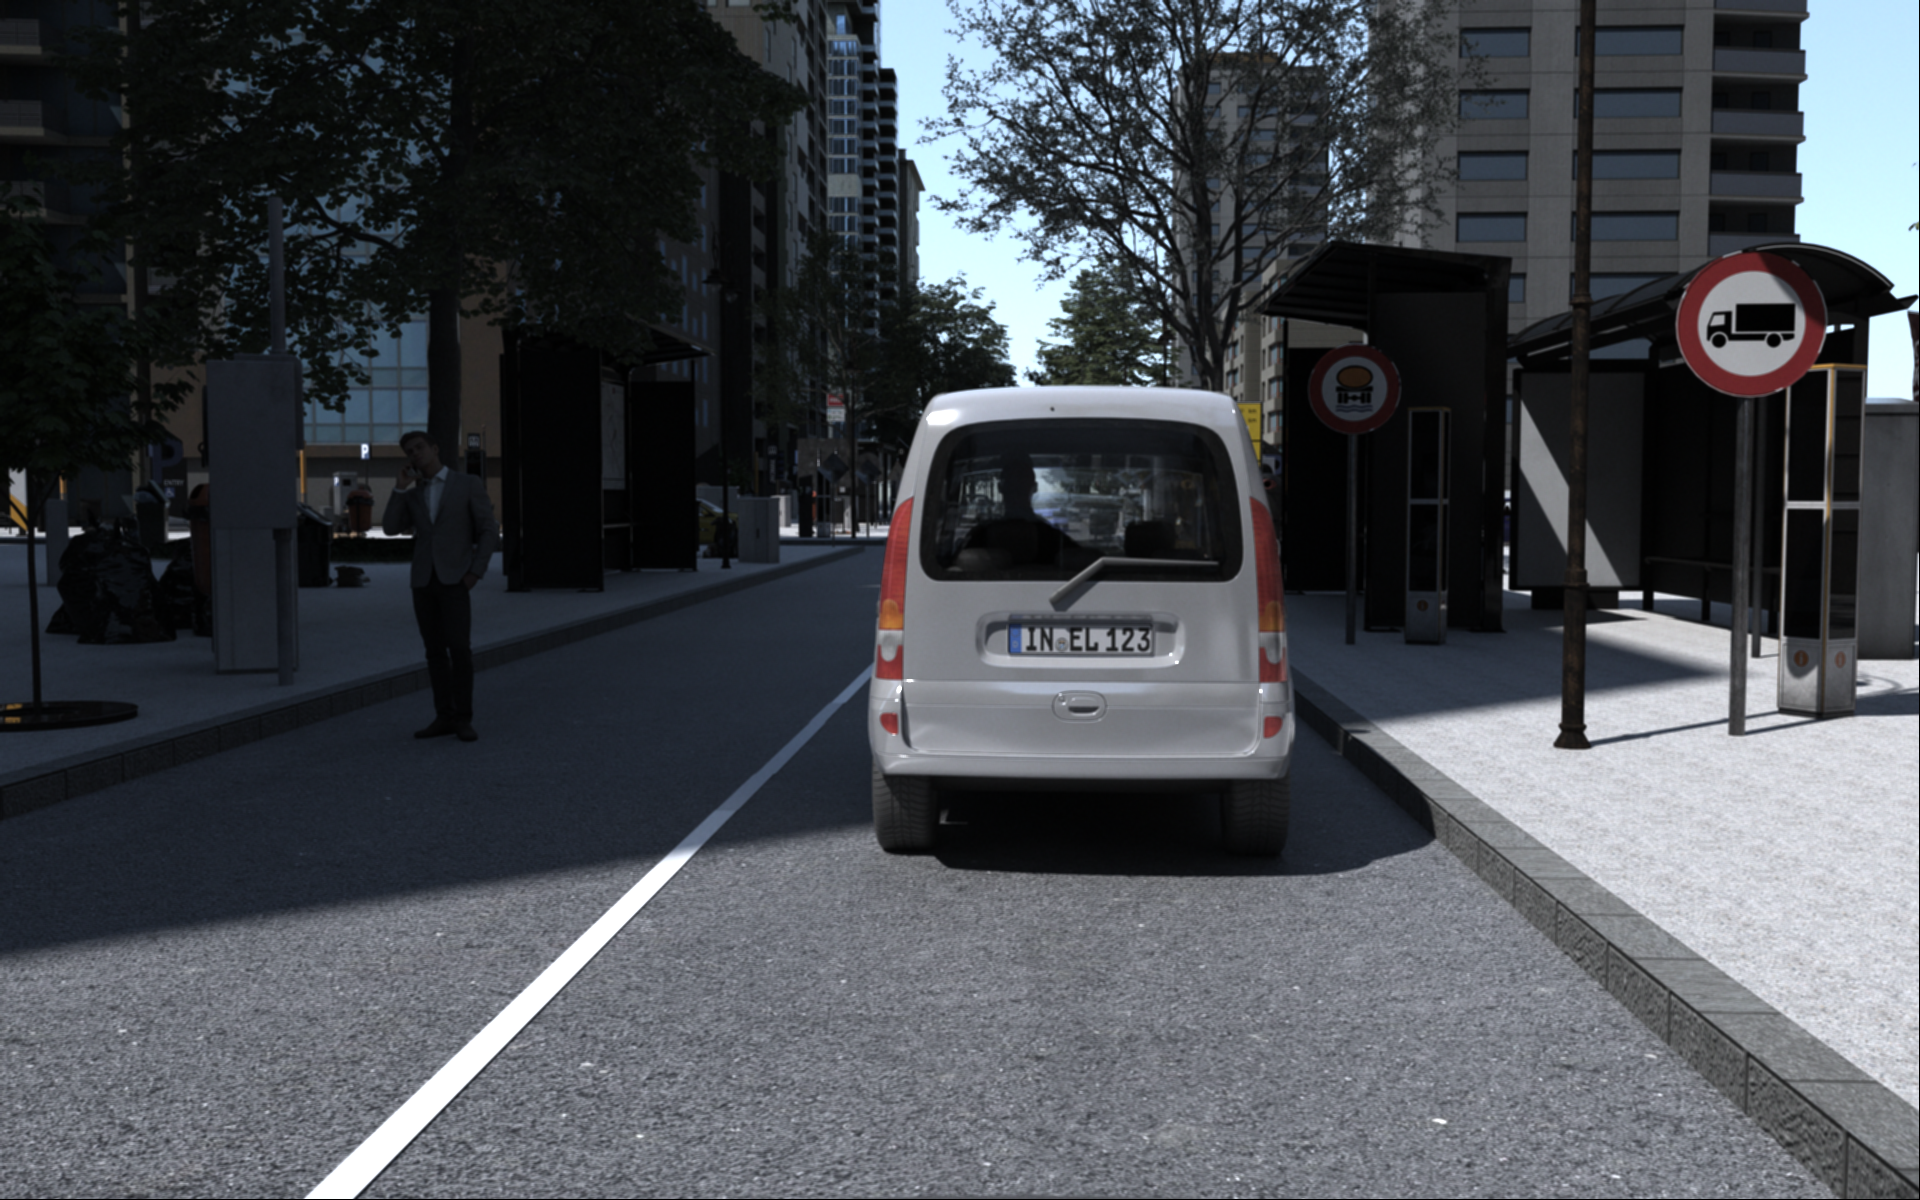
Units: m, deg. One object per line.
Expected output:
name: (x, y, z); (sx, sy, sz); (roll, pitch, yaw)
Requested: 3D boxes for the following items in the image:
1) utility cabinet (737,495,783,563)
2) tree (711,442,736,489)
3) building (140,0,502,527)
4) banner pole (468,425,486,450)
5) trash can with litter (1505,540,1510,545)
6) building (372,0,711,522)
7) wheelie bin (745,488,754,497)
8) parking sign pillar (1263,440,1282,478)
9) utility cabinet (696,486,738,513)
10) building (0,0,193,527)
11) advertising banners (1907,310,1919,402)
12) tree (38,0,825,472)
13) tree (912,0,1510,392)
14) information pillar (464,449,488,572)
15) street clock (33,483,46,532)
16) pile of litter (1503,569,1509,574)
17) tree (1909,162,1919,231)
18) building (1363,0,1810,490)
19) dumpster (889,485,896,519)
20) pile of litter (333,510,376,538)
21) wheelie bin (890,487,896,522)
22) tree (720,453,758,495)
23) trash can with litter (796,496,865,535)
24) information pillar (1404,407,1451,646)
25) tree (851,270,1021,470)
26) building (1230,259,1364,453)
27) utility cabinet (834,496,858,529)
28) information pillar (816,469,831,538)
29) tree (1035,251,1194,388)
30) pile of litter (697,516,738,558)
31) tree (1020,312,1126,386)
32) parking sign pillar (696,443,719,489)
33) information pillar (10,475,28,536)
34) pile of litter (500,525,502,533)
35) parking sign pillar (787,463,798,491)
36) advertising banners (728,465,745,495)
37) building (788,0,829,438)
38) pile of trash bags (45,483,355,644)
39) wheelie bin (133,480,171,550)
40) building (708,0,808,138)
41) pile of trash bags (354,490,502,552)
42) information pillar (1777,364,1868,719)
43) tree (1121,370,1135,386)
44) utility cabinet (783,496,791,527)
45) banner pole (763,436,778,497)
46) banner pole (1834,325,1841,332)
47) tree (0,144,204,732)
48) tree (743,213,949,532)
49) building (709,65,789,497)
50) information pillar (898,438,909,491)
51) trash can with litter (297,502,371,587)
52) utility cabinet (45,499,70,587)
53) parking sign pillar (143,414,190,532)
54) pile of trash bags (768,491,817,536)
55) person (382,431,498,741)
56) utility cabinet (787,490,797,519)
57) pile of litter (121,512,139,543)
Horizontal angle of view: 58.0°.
utility cabinet: (-3.776, -1.300, 32.421); (0.306, 1.237, 1.020); (-3, 5, -40)
tree: (-15.447, -7.584, 107.717); (4.285, 4.588, 4.351); (0, 3, 0)
building: (-23.692, -25.816, 72.206); (14.600, 45.320, 14.200); (0, 4, 3)
banner pole: (-17.465, -4.454, 62.847); (0.863, 3.779, 0.401); (-3, 5, -39)
trash can with litter: (13.338, -1.786, 40.596); (1.055, 1.170, 0.624); (1, 4, 16)
building: (-21.917, -27.168, 94.303); (14.600, 45.320, 14.200); (0, 4, 3)
wheelie bin: (-11.547, -5.372, 95.737); (0.693, 1.594, 0.980); (-1, 4, -16)
parking sign pillar: (15.519, -5.919, 85.251); (1.447, 3.967, 1.447); (0, 4, -1)
utility cabinet: (-7.058, -2.545, 50.288); (1.173, 1.500, 0.318); (-2, 4, -27)
building: (-45.126, -25.627, 73.629); (28.867, 44.769, 22.147); (0, 4, 3)
advertising banners: (9.857, -1.284, 17.187); (2.074, 3.025, 0.090); (-3, 4, -36)
tree: (-4.831, -6.074, 17.437); (7.486, 12.596, 7.792); (0, 3, 0)
tree: (4.166, -7.227, 28.525); (12.009, 13.543, 11.850); (0, 3, 0)
information pillar: (-7.979, -1.472, 28.567); (0.304, 2.012, 0.304); (0, 4, -5)
street clock: (-33.059, -3.529, 62.270); (0.471, 2.002, 0.358); (1, 4, 13)
pile of litter: (8.312, -0.883, 28.407); (1.176, 0.858, 1.719); (-1, 4, -16)
tree: (13.525, -4.258, 19.989); (4.737, 8.622, 4.395); (0, 3, 0)
building: (34.081, -34.040, 98.559); (21.231, 58.520, 28.212); (0, 4, 3)
dumpster: (-3.173, -5.199, 90.766); (1.264, 1.857, 1.865); (0, 4, 3)
pile of litter: (-17.646, -2.199, 49.922); (1.719, 0.858, 1.176); (0, 4, 3)
wheelie bin: (-2.895, -4.381, 79.533); (0.980, 1.594, 0.693); (0, 4, 1)
tree: (-10.565, -5.351, 82.087); (1.663, 3.219, 1.824); (0, 3, 0)
trash can with litter: (-4.205, -2.717, 55.476); (2.233, 1.210, 1.678); (2, 4, 30)
information pillar: (3.990, -0.630, 14.785); (0.304, 2.012, 0.304); (2, 4, 27)
tree: (-1.689, -11.742, 98.633); (9.857, 13.997, 8.962); (0, 3, 0)
building: (37.781, -18.131, 141.483); (27.650, 21.520, 28.899); (0, 4, 3)
utility cabinet: (-4.202, -3.217, 63.757); (1.020, 1.237, 0.306); (3, 5, 42)
information pillar: (-3.985, -2.821, 50.620); (0.304, 2.012, 0.304); (2, 4, 33)
tree: (6.980, -10.001, 81.643); (7.486, 12.596, 7.792); (0, 3, 0)
pile of litter: (-4.673, -1.282, 34.931); (1.719, 0.858, 1.176); (2, 4, 26)
tree: (12.048, -19.657, 177.288); (12.611, 20.169, 13.585); (0, 3, 0)
parking sign pillar: (-13.266, -6.245, 90.581); (1.447, 3.967, 1.447); (-2, 4, -28)
information pillar: (-28.484, -3.733, 52.382); (0.504, 3.616, 0.183); (0, 4, 1)
pile of litter: (-14.698, -2.622, 56.840); (1.719, 0.858, 1.176); (1, 4, 10)
parking sign pillar: (-11.102, -7.920, 117.970); (1.447, 3.967, 1.447); (-1, 4, -21)
advertising banners: (-13.094, -6.571, 103.616); (2.074, 3.025, 0.090); (1, 4, 8)
building: (-20.975, -44.291, 162.403); (20.563, 71.187, 20.611); (0, 4, 3)
pile of trash bags: (-6.892, -0.346, 15.403); (1.912, 1.369, 3.447); (-2, 4, -35)
wheelie bin: (-18.166, -1.897, 38.932); (0.693, 1.594, 0.980); (-1, 4, -15)
building: (-26.957, -33.626, 139.025); (28.713, 52.752, 27.495); (0, 4, 3)
pile of trash bags: (-11.921, -1.767, 38.636); (3.447, 1.369, 1.912); (0, 4, -8)
information pillar: (4.964, -0.336, 9.984); (0.304, 2.012, 0.304); (-2, 4, -28)
tree: (8.708, -9.429, 104.527); (4.737, 8.622, 4.395); (0, 3, 0)
utility cabinet: (-6.927, -3.413, 66.966); (0.306, 1.237, 1.020); (-3, 4, -38)
banner pole: (-8.249, -5.194, 74.945); (0.863, 3.779, 0.401); (1, 4, 17)
banner pole: (10.324, -1.892, 20.954); (0.863, 3.779, 0.401); (3, 5, 43)
tree: (-5.151, -0.919, 9.621); (1.663, 3.219, 1.824); (0, 3, 0)
tree: (-3.868, -7.572, 58.210); (7.601, 10.594, 8.767); (0, 4, 1)
building: (-19.574, -21.106, 116.777); (14.160, 30.474, 14.107); (0, 4, 3)
information pillar: (-2.368, -4.972, 72.641); (0.504, 3.616, 0.183); (1, 4, 21)
trash can with litter: (-8.732, -0.772, 24.004); (1.055, 1.170, 0.624); (0, 4, -2)
utility cabinet: (-12.743, -0.814, 24.464); (0.306, 1.237, 1.020); (-2, 4, -28)
parking sign pillar: (-27.007, -4.308, 58.909); (1.447, 3.967, 1.447); (3, 4, 37)
pile of trash bags: (-5.952, -2.643, 52.972); (3.447, 1.369, 1.912); (1, 4, 9)
person: (-3.048, -0.092, 10.183); (0.592, 1.802, 0.473); (2, 4, 25)
utility cabinet: (-8.904, -4.929, 89.275); (1.173, 1.500, 0.318); (3, 5, 44)
pile of litter: (-19.906, -1.654, 41.010); (1.176, 0.858, 1.719); (0, 4, 1)
